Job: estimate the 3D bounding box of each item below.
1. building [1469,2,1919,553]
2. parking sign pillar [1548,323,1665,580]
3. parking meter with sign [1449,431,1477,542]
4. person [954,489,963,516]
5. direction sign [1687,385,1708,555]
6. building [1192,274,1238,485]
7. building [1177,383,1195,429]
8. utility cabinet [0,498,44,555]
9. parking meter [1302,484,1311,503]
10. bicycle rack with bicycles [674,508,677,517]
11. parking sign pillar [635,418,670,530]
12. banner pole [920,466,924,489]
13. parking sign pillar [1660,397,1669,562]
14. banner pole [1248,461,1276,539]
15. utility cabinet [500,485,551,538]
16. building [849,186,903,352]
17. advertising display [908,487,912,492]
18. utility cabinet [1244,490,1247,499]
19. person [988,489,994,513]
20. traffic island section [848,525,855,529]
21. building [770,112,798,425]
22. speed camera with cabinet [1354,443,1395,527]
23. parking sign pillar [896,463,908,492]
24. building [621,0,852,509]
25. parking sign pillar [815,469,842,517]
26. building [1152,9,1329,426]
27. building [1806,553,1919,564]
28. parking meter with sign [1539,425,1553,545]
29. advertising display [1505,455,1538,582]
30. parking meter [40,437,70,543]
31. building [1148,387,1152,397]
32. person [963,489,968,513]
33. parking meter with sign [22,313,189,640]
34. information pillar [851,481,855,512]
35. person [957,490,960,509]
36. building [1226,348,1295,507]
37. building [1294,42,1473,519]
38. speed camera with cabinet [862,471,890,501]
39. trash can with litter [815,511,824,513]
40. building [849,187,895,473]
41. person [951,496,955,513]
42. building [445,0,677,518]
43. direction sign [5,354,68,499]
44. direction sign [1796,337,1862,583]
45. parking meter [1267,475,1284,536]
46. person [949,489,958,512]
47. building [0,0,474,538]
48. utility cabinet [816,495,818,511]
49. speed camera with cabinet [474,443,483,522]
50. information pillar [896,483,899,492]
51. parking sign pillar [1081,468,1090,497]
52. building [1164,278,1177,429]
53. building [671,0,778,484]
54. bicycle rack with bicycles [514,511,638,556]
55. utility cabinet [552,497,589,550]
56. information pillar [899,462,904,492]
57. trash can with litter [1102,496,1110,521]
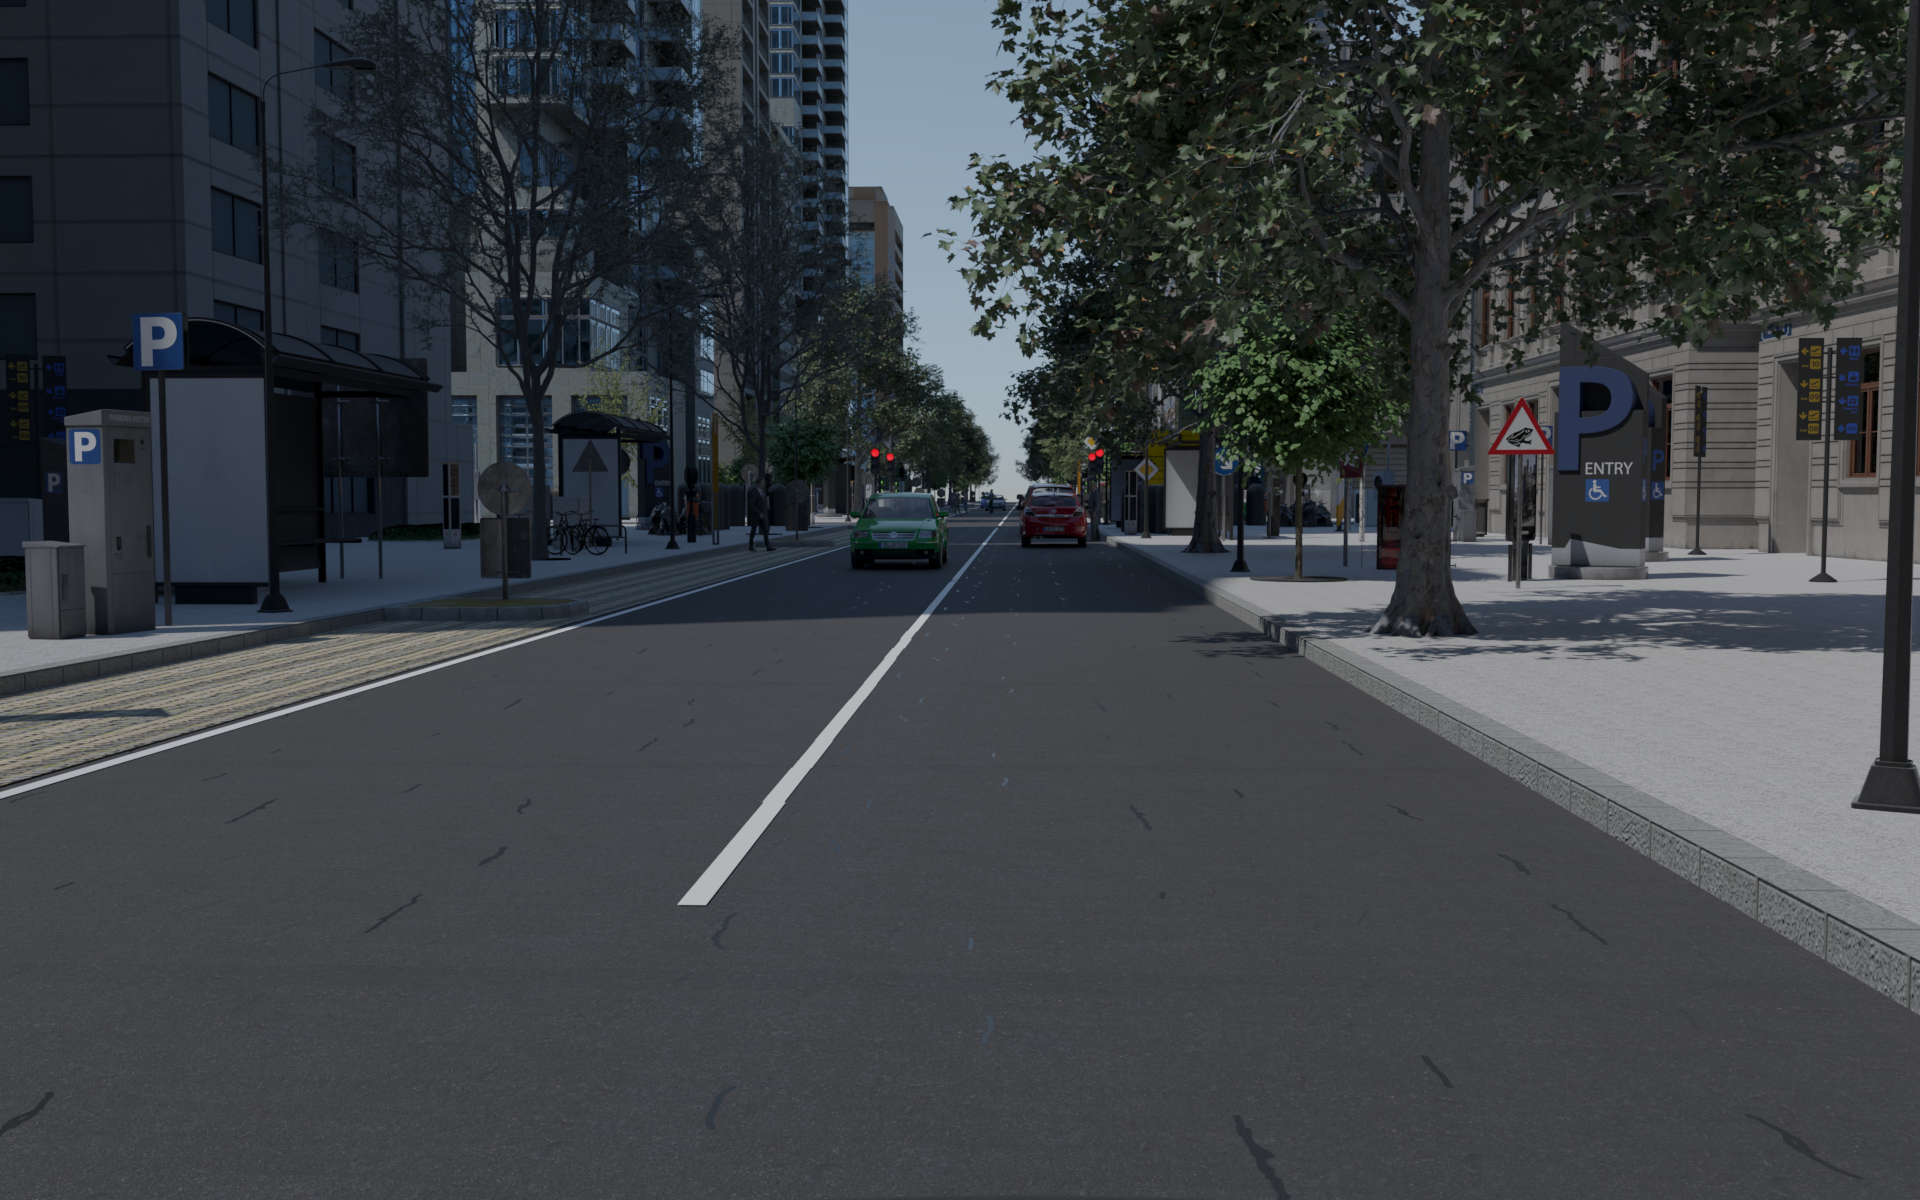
[{"bbox_3d":[22.151,-13.020,49.037,11.583,22.565,21.152,0,4,2],"label":"building"},{"bbox_3d":[9.754,-2.318,26.373,1.447,3.967,1.447,2,4,32],"label":"parking sign pillar"},{"bbox_3d":[13.630,-3.096,46.880,0.543,3.016,1.738,0,4,2],"label":"parking meter with sign"},{"bbox_3d":[-0.115,-6.491,114.903,0.573,1.790,0.520,0,4,3],"label":"person"},{"bbox_3d":[15.566,-2.720,36.470,0.379,3.537,0.876,3,4,37],"label":"direction sign"},{"bbox_3d":[26.295,-18.350,141.820,13.314,21.916,24.055,0,4,2],"label":"building"},{"bbox_3d":[28.074,-24.303,169.056,14.160,30.474,14.107,0,4,2],"label":"building"},{"bbox_3d":[-14.372,-0.939,26.515,1.020,1.237,0.306,2,4,34],"label":"utility cabinet"},{"bbox_3d":[17.800,-5.091,88.950,0.399,1.863,0.255,1,4,19],"label":"parking meter"},{"bbox_3d":[-10.794,-3.193,65.593,2.925,0.926,2.852,-1,4,-19],"label":"bicycle rack with bicycles"},{"bbox_3d":[-10.892,-4.493,61.938,1.447,3.967,1.447,3,5,42],"label":"parking sign pillar"},{"bbox_3d":[-3.066,-9.134,139.363,0.401,3.779,0.863,-2,4,-24],"label":"banner pole"},{"bbox_3d":[12.857,-2.736,33.205,1.447,3.967,1.447,-2,4,-28],"label":"parking sign pillar"},{"bbox_3d":[8.728,-3.669,50.008,0.863,3.779,0.401,2,4,27],"label":"banner pole"},{"bbox_3d":[-10.694,-2.075,42.605,1.173,1.500,0.318,-2,4,-33],"label":"utility cabinet"},{"bbox_3d":[-20.351,-39.848,275.220,21.300,48.544,21.600,0,4,2],"label":"building"},{"bbox_3d":[-4.308,-8.191,139.138,0.974,1.923,0.123,1,4,19],"label":"advertising display"},{"bbox_3d":[17.465,-5.801,103.523,1.173,1.500,0.318,1,4,22],"label":"utility cabinet"},{"bbox_3d":[2.312,-7.384,129.412,0.473,1.802,0.592,2,4,23],"label":"person"},{"bbox_3d":[-3.515,-3.039,71.962,2.009,0.180,2.903,0,4,2],"label":"traffic island section"},{"bbox_3d":[-28.991,-29.112,167.863,32.217,40.220,23.993,0,4,2],"label":"building"},{"bbox_3d":[16.257,-4.502,67.948,0.660,3.252,2.038,-1,4,-19],"label":"speed camera with cabinet"},{"bbox_3d":[-4.661,-8.830,132.845,1.447,3.967,1.447,-1,4,-22],"label":"parking sign pillar"},{"bbox_3d":[-22.858,-53.887,193.729,22.319,86.520,31.000,0,4,2],"label":"building"},{"bbox_3d":[-7.311,-6.631,96.895,1.447,3.967,1.447,-1,4,-16],"label":"parking sign pillar"},{"bbox_3d":[33.205,-40.479,203.832,21.231,58.520,28.212,0,4,2],"label":"building"},{"bbox_3d":[22.322,-11.728,27.904,11.583,22.565,21.152,0,4,2],"label":"building"},{"bbox_3d":[15.078,-2.876,43.288,0.543,3.016,1.738,-1,4,-19],"label":"parking meter with sign"},{"bbox_3d":[8.306,-1.249,25.638,0.123,1.923,0.974,3,4,37],"label":"advertising display"},{"bbox_3d":[-9.229,-0.745,17.885,0.399,1.863,0.255,1,4,18],"label":"parking meter"},{"bbox_3d":[32.251,-36.073,273.389,14.154,41.232,14.086,0,4,2],"label":"building"},{"bbox_3d":[0.414,-7.429,129.978,0.388,1.821,0.555,-2,4,-32],"label":"person"},{"bbox_3d":[-7.874,-1.207,15.988,0.543,3.016,1.738,1,4,11],"label":"parking meter with sign"},{"bbox_3d":[-5.971,-5.697,97.637,0.304,2.012,0.304,-1,4,-15],"label":"information pillar"},{"bbox_3d":[-0.221,-9.384,161.951,0.705,1.821,1.348,0,4,-6],"label":"person"},{"bbox_3d":[26.258,-19.824,117.635,14.314,27.812,24.014,0,4,2],"label":"building"},{"bbox_3d":[29.402,-16.937,94.949,19.932,24.808,12.078,0,4,2],"label":"building"},{"bbox_3d":[-5.101,-6.886,106.914,2.038,3.252,0.660,-2,4,-34],"label":"speed camera with cabinet"},{"bbox_3d":[-10.395,-6.691,120.463,1.678,1.210,2.233,-3,5,-42],"label":"trash can with litter"},{"bbox_3d":[-16.993,-37.098,256.660,14.600,45.320,14.200,0,4,2],"label":"building"},{"bbox_3d":[-0.417,-7.122,127.537,0.503,1.515,0.523,-1,4,-15],"label":"person"},{"bbox_3d":[-27.058,-48.438,104.639,22.319,86.520,31.000,0,4,2],"label":"building"},{"bbox_3d":[-15.032,-2.219,28.276,0.876,3.537,0.379,-3,4,-36],"label":"direction sign"},{"bbox_3d":[12.595,-2.029,25.165,0.876,3.537,0.379,0,4,4],"label":"direction sign"},{"bbox_3d":[9.536,-2.872,52.672,0.255,1.863,0.399,-1,4,-22],"label":"parking meter"},{"bbox_3d":[-0.532,-7.664,133.784,0.713,1.824,0.794,-1,4,-21],"label":"person"},{"bbox_3d":[-27.793,-37.361,49.101,20.611,71.187,20.563,0,4,2],"label":"building"},{"bbox_3d":[-10.612,-7.101,127.261,0.306,1.237,1.020,0,4,-2],"label":"utility cabinet"},{"bbox_3d":[-19.105,-4.503,67.958,0.660,3.252,2.038,-1,4,-12],"label":"speed camera with cabinet"},{"bbox_3d":[-4.091,-6.490,110.599,0.304,2.012,0.304,2,4,32],"label":"information pillar"},{"bbox_3d":[10.032,-8.976,135.229,1.447,3.967,1.447,-3,5,-39],"label":"parking sign pillar"},{"bbox_3d":[29.093,-32.574,182.702,14.600,45.320,14.200,0,4,2],"label":"building"},{"bbox_3d":[-23.843,-42.844,138.753,20.563,71.187,20.611,0,4,2],"label":"building"},{"bbox_3d":[-8.402,-1.445,37.015,2.925,0.926,2.852,3,4,39],"label":"bicycle rack with bicycles"},{"bbox_3d":[-8.965,-1.758,39.909,1.020,1.237,0.306,3,5,41],"label":"utility cabinet"},{"bbox_3d":[-3.772,-7.347,111.480,0.183,3.616,0.504,-3,5,-39],"label":"information pillar"},{"bbox_3d":[7.233,-4.315,81.935,1.055,1.170,0.624,1,4,14],"label":"trash can with litter"}]
